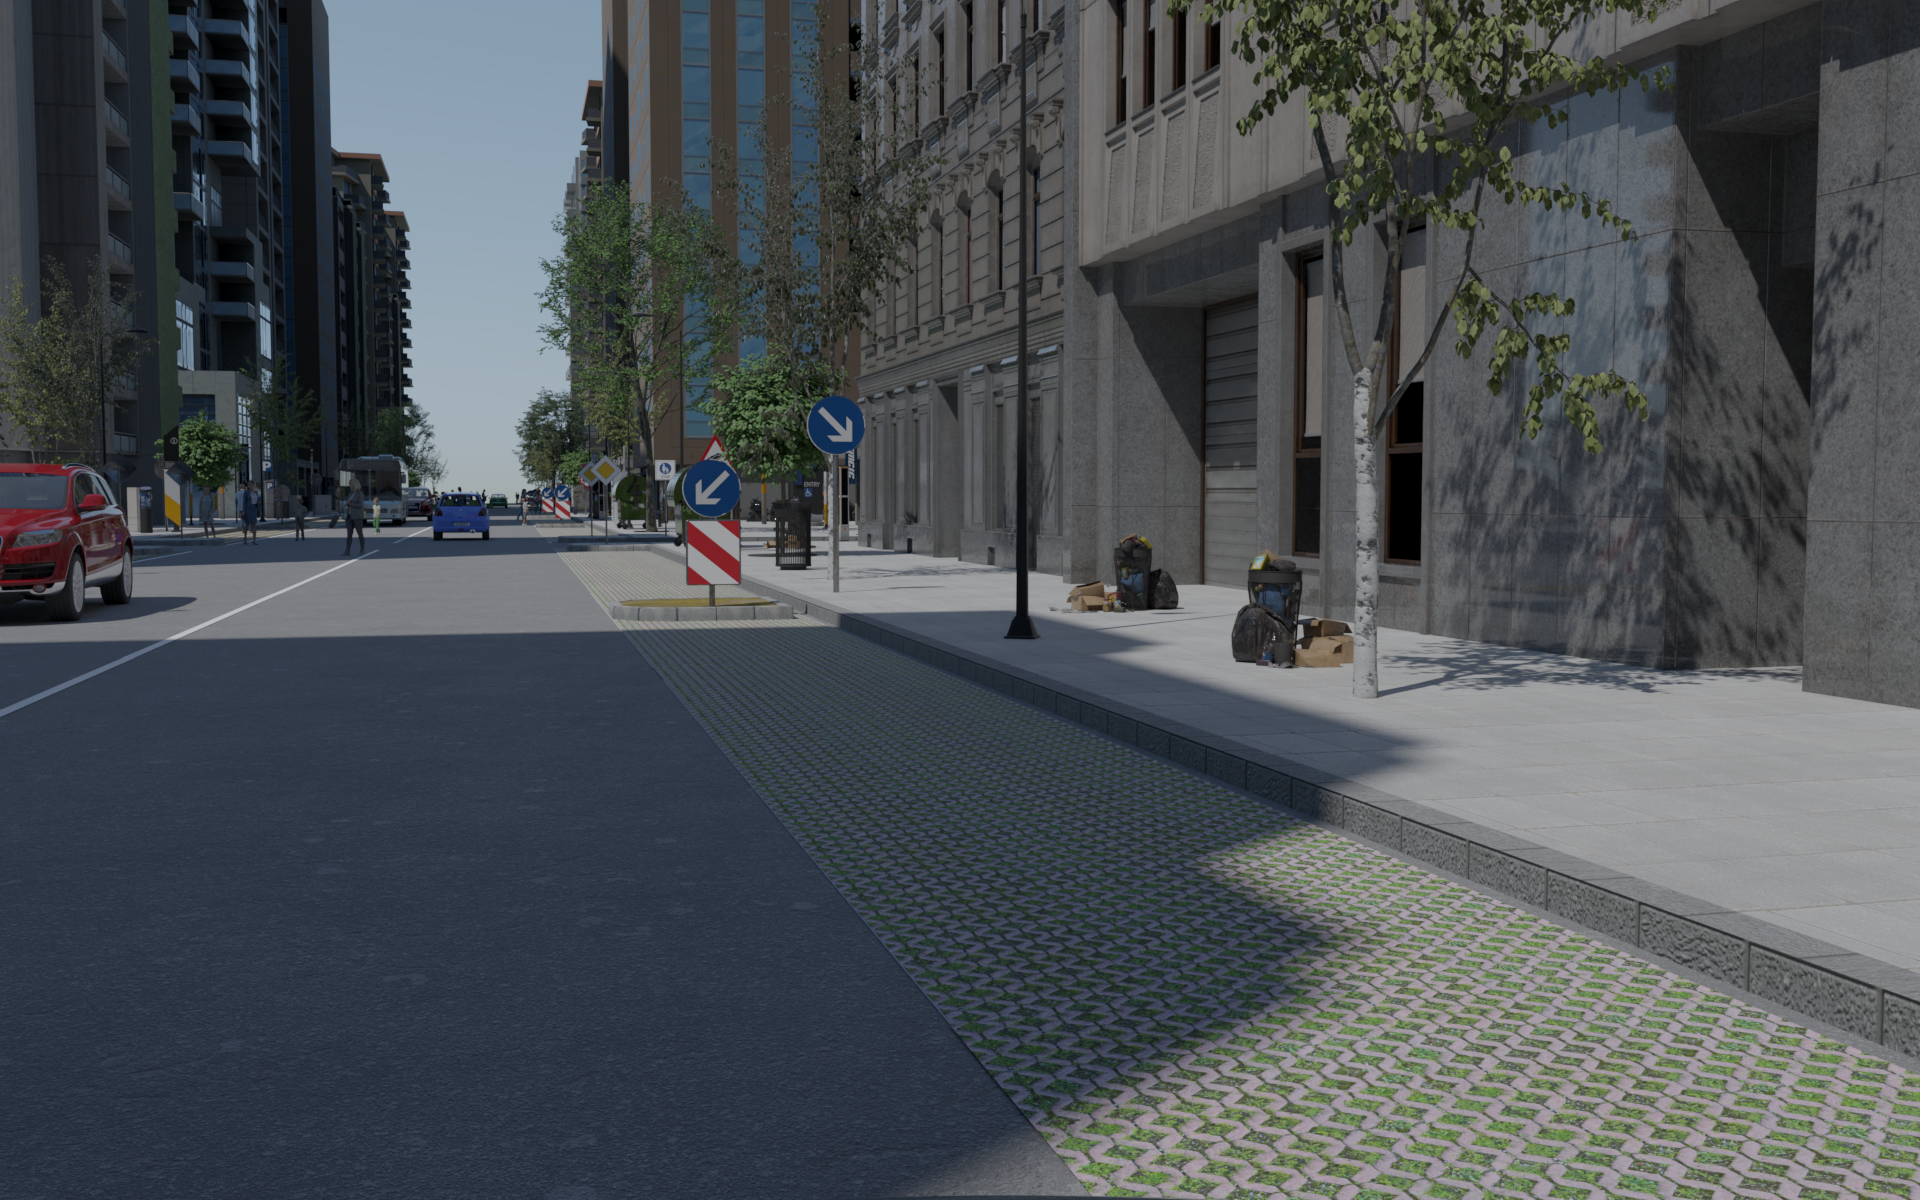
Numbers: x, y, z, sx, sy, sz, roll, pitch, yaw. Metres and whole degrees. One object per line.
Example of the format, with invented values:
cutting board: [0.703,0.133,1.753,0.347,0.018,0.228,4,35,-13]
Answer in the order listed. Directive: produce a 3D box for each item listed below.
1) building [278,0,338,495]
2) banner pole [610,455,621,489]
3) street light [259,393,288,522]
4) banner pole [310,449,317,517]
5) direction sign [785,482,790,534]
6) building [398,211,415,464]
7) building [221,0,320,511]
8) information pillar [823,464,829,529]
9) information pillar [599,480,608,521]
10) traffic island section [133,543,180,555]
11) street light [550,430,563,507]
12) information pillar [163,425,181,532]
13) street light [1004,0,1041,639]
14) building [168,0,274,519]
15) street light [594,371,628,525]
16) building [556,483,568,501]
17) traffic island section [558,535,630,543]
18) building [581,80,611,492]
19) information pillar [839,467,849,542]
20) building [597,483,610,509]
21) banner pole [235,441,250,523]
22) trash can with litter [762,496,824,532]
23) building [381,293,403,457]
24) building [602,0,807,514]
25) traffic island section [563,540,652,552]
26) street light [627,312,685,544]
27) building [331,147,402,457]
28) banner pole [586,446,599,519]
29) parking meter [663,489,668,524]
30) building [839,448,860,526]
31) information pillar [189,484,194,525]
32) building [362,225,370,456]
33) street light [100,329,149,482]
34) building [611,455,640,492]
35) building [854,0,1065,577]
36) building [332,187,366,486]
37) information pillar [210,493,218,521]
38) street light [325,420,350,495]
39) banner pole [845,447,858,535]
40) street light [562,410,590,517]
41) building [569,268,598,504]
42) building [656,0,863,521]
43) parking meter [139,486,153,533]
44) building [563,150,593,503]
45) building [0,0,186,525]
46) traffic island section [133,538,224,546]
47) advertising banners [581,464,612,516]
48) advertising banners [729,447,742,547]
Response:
building: [-60.614,-30.299,145.507,14.600,45.320,14.200,-1,4,-15]
banner pole: [-20.753,-7.017,104.742,0.863,3.779,0.401,-1,4,-11]
street light: [-31.400,-6.525,79.228,1.470,5.913,1.316,-1,4,-15]
banner pole: [-36.185,-6.528,96.748,0.401,3.779,0.863,-1,4,-12]
direction sign: [-5.488,-3.888,55.573,0.379,3.537,0.876,-2,4,-27]
building: [-93.285,-36.868,257.410,22.147,44.769,28.867,-1,4,-15]
building: [-59.055,-42.128,127.053,20.563,71.187,20.611,-1,4,-15]
information pillar: [-4.937,-4.455,64.197,0.183,3.616,0.504,1,4,12]
information pillar: [-17.142,-4.815,83.219,0.304,2.012,0.304,2,4,24]
traffic island section: [-20.094,-1.172,41.449,2.009,0.180,2.903,-1,4,-15]
street light: [-28.697,-9.325,125.004,1.470,5.913,1.316,-1,4,-15]
information pillar: [-26.470,-4.090,58.228,0.504,3.616,0.183,-1,4,-22]
street light: [0.029,-2.605,15.133,1.470,5.913,1.316,-1,4,-15]
building: [-52.682,-48.196,100.684,22.319,86.520,31.000,-1,4,-15]
street light: [-12.990,-5.654,64.991,1.470,5.913,1.316,-1,4,-15]
building: [-47.087,-35.488,272.105,32.217,40.220,23.993,-1,4,-15]
traffic island section: [-11.039,-1.821,52.053,2.009,0.180,2.903,-1,4,-15]
building: [-28.639,-32.410,184.531,22.147,44.769,28.867,-1,4,-15]
information pillar: [-3.199,-2.584,46.734,0.304,2.012,0.304,-3,5,-42]
building: [-17.058,-28.597,159.436,32.217,40.220,23.993,-1,4,-15]
banner pole: [-31.411,-5.238,75.650,0.863,3.779,0.401,0,4,4]
trash can with litter: [-5.809,-2.929,58.945,2.233,1.210,1.678,3,5,42]
building: [-84.466,-28.512,237.871,14.160,30.474,14.107,-1,4,-15]
building: [-20.927,-29.843,138.049,14.600,45.320,14.200,-1,4,-15]
traffic island section: [-9.021,-1.348,44.326,2.009,0.180,2.903,-1,4,-15]
street light: [-7.708,-4.404,44.542,1.470,5.913,1.316,-1,4,-15]
building: [-82.408,-34.270,214.931,22.147,44.769,28.867,-1,4,-15]
banner pole: [-19.177,-6.148,90.542,0.863,3.779,0.401,2,4,30]
parking meter: [-12.920,-4.106,75.551,0.372,1.533,0.369,0,3,0]
building: [9.544,-25.368,69.392,28.867,44.769,22.147,-1,4,-15]
information pillar: [-31.582,-4.876,71.078,0.183,3.616,0.504,-2,4,-29]
building: [-67.529,-24.619,174.214,14.160,30.474,14.107,-1,4,-15]
street light: [-23.492,-4.659,48.713,1.470,5.913,1.316,-1,4,-15]
building: [-12.518,-41.358,114.452,20.563,71.187,20.611,-1,4,-15]
building: [4.271,-11.338,34.530,9.793,20.994,18.267,-1,4,-15]
building: [-63.674,-23.790,160.665,14.160,30.474,14.107,-1,4,-15]
information pillar: [-35.899,-5.608,83.038,0.504,3.616,0.183,-3,5,-44]
street light: [-39.105,-8.317,108.518,1.470,5.913,1.316,-1,4,-15]
banner pole: [-3.278,-3.935,54.354,0.863,3.779,0.401,2,4,29]
street light: [-20.942,-7.512,95.365,1.470,5.913,1.316,-1,4,-15]
building: [-42.666,-27.498,221.297,14.160,30.474,14.107,-1,4,-15]
building: [-9.678,-26.891,89.775,14.600,45.320,14.200,-1,4,-15]
parking meter: [-26.711,-2.962,56.839,0.372,1.533,0.369,0,3,0]
building: [-44.024,-38.183,243.902,23.786,49.044,30.456,-1,4,-15]
building: [-38.928,-23.398,66.145,14.154,41.232,14.086,-1,4,-15]
traffic island section: [-22.112,-1.645,49.176,2.009,0.180,2.903,-1,4,-15]
advertising banners: [-20.871,-6.369,100.317,2.074,3.025,0.090,0,4,-7]
advertising banners: [-5.133,-2.647,39.472,0.090,3.025,2.074,0,4,-1]
